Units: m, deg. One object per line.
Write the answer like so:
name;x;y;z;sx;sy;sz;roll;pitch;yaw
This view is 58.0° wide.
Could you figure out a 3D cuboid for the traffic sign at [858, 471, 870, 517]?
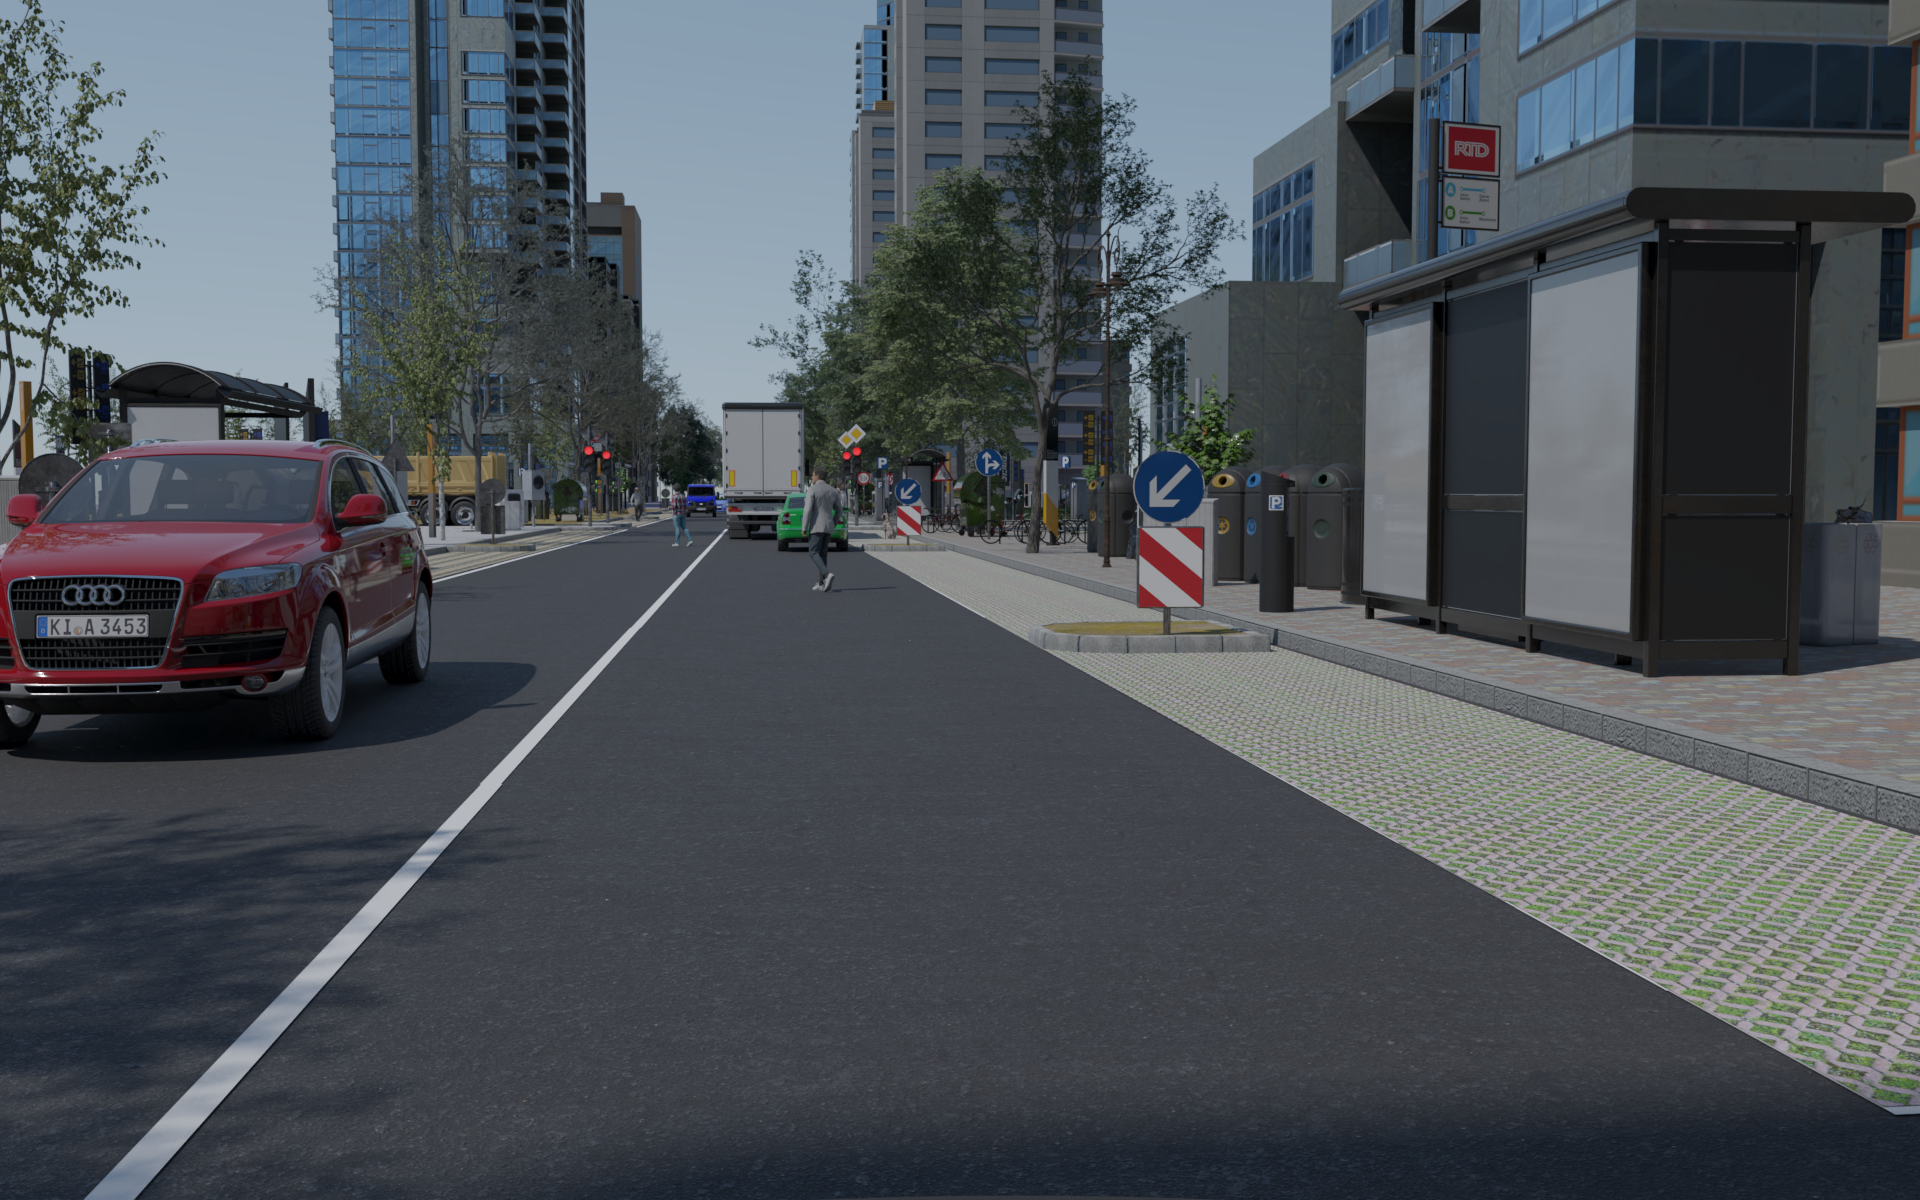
traffic sign;-5.376;-5.911;96.746;0.768;2.556;0.104;0;4;2

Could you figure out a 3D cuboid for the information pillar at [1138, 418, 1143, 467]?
information pillar;5.578;-3.811;53.661;0.183;3.616;0.504;1;4;14

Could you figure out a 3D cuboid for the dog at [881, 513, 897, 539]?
dog;-2.268;-2.322;54.803;0.513;0.831;0.800;0;4;2

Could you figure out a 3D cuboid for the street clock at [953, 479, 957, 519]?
street clock;-0.142;-4.958;85.636;0.358;2.002;0.471;-3;4;-36

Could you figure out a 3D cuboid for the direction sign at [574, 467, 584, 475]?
direction sign;-31.319;-9.196;142.345;0.876;3.537;0.379;1;4;9

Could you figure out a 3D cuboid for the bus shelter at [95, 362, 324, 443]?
bus shelter;-12.459;-2.161;29.250;2.014;3.302;5.546;0;4;-6

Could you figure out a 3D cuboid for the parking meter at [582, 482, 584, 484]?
parking meter;-18.258;-4.728;83.019;0.399;1.863;0.255;1;4;13

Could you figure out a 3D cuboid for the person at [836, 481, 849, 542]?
person;-3.659;-2.635;51.691;0.679;1.850;0.850;-3;5;-44

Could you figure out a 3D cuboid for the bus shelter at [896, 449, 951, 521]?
bus shelter;-1.728;-5.269;80.079;2.014;3.302;5.546;0;4;-7

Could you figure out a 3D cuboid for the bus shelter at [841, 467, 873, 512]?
bus shelter;-7.384;-7.955;123.994;2.014;3.302;5.546;0;4;-7

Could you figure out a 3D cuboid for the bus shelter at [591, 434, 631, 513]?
bus shelter;-23.930;-8.624;118.632;2.179;5.291;8.768;0;4;-7

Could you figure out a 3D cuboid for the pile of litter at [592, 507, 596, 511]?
pile of litter;-28.021;-7.405;135.042;1.719;0.858;1.176;0;4;-7

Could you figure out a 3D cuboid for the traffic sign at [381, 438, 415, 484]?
traffic sign;-13.195;-2.478;40.519;0.884;2.594;0.081;0;4;-4

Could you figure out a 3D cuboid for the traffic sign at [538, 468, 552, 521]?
traffic sign;-20.097;-5.109;83.636;0.768;2.556;0.104;0;4;1

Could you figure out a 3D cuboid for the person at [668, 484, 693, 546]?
person;-7.679;-2.333;47.484;0.643;1.720;0.563;3;4;37

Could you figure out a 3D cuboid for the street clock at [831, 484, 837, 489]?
street clock;-9.346;-7.577;128.458;0.471;2.002;0.358;3;5;44

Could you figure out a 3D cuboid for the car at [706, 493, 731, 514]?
car;-17.678;-7.122;126.042;1.945;1.707;3.694;-1;4;-8

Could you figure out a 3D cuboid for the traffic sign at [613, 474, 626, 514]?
traffic sign;-21.749;-6.748;110.332;0.884;2.594;0.081;0;4;-6

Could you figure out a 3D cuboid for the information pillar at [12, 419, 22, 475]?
information pillar;-29.501;-3.857;54.409;0.183;3.616;0.504;1;4;22

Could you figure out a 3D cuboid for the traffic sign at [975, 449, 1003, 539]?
traffic sign;0.819;-2.987;48.936;0.768;2.556;0.104;0;4;3

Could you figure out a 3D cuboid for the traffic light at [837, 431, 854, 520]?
traffic light;-5.084;-5.405;77.292;0.839;4.253;0.868;0;4;-7

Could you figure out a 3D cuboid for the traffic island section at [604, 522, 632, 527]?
traffic island section;-15.515;-3.298;76.205;2.009;0.180;2.903;0;4;-7

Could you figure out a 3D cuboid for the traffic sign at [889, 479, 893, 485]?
traffic sign;-3.869;-6.362;104.015;0.884;2.594;0.081;0;4;-1

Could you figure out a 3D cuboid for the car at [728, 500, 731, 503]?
car;-24.590;-10.719;187.843;1.945;1.354;3.894;0;4;-5

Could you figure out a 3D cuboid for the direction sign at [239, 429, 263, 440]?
direction sign;-24.541;-4.161;60.033;0.876;3.537;0.379;1;4;12

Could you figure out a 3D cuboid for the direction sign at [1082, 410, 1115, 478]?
direction sign;3.742;-3.371;47.110;0.876;3.537;0.379;-1;4;-18

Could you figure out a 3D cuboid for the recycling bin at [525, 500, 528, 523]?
recycling bin;-19.554;-3.907;76.425;0.722;1.027;0.722;3;4;39

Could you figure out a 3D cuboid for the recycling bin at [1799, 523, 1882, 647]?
recycling bin;7.407;-0.147;14.960;0.722;1.027;0.722;-2;4;-25

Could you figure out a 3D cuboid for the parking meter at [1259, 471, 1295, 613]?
parking meter;3.451;-0.638;18.839;0.372;1.533;0.369;0;3;0

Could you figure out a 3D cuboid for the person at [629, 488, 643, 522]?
person;-16.815;-4.941;89.771;0.515;1.767;0.782;3;5;42

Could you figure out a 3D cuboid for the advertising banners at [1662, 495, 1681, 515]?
advertising banners;7.544;-1.378;18.712;0.090;3.025;2.074;0;4;-3

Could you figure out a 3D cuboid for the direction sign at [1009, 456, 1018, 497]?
direction sign;3.071;-6.823;103.552;0.876;3.537;0.379;-2;4;-28

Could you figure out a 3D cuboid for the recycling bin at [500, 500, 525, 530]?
recycling bin;-16.006;-3.008;61.730;0.722;1.027;0.722;-1;4;-10

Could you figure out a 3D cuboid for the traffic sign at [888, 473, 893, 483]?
traffic sign;-3.966;-6.397;104.702;0.768;2.556;0.104;0;4;-1

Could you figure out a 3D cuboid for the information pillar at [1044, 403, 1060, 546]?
information pillar;2.271;-3.162;43.052;0.183;3.616;0.504;3;5;42

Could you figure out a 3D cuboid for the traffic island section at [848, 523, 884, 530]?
traffic island section;-4.123;-2.887;69.479;2.009;0.180;2.903;0;4;-7

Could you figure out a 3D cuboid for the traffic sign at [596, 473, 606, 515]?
traffic sign;-21.522;-6.358;104.052;0.768;2.556;0.104;0;4;1

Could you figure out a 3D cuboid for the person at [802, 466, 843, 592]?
person;-1.999;-1.052;25.539;0.661;1.843;0.795;-3;4;-39

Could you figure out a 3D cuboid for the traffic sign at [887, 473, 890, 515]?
traffic sign;-4.359;-6.480;105.959;0.884;2.594;0.081;0;4;-2

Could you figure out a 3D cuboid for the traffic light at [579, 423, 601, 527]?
traffic light;-14.554;-4.845;68.143;0.839;4.253;0.868;0;4;-7

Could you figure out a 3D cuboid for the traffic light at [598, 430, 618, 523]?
traffic light;-15.474;-5.331;76.075;0.839;4.253;0.868;0;4;-7

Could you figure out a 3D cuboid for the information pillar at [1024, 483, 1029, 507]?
information pillar;4.507;-6.866;116.758;0.304;2.012;0.304;1;4;8

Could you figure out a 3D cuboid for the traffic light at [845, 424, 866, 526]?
traffic light;-4.164;-4.920;69.360;0.839;4.253;0.868;0;4;-7

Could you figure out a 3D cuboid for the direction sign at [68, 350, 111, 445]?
direction sign;-13.842;-2.179;27.624;0.379;3.537;0.876;1;4;13

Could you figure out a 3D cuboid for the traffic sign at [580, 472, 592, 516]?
traffic sign;-21.391;-6.054;99.097;0.768;2.556;0.104;0;4;0

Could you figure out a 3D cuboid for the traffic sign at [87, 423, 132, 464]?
traffic sign;-12.210;-1.394;24.915;0.606;2.300;0.079;0;4;-6

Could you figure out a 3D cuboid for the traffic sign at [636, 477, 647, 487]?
traffic sign;-23.275;-7.735;126.565;0.768;2.556;0.104;0;4;2

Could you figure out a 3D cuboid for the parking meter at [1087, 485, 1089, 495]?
parking meter;7.519;-5.950;102.989;0.255;1.863;0.399;-2;4;-34

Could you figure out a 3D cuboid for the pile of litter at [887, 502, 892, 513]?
pile of litter;-4.495;-6.234;115.891;1.176;0.858;1.719;0;4;1

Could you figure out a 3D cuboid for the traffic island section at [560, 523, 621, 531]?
traffic island section;-14.595;-2.813;68.273;2.009;0.180;2.903;0;4;-7

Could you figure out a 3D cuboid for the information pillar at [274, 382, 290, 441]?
information pillar;-14.272;-2.762;36.521;0.504;3.616;0.183;3;5;39

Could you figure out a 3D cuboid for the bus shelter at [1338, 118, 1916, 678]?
bus shelter;5.107;-2.362;16.254;2.179;5.291;8.768;0;4;-6

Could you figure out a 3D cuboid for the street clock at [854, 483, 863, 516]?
street clock;-5.845;-5.815;99.647;0.471;2.002;0.358;0;4;-2

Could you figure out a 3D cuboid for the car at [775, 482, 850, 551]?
car;-3.808;-2.196;44.700;1.959;1.807;4.718;0;4;-5

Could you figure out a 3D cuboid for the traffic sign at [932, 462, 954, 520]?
traffic sign;-0.697;-4.278;69.952;0.884;2.594;0.081;0;4;2

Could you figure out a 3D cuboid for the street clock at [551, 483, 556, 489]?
street clock;-26.115;-6.557;111.784;0.358;2.002;0.471;3;5;42
